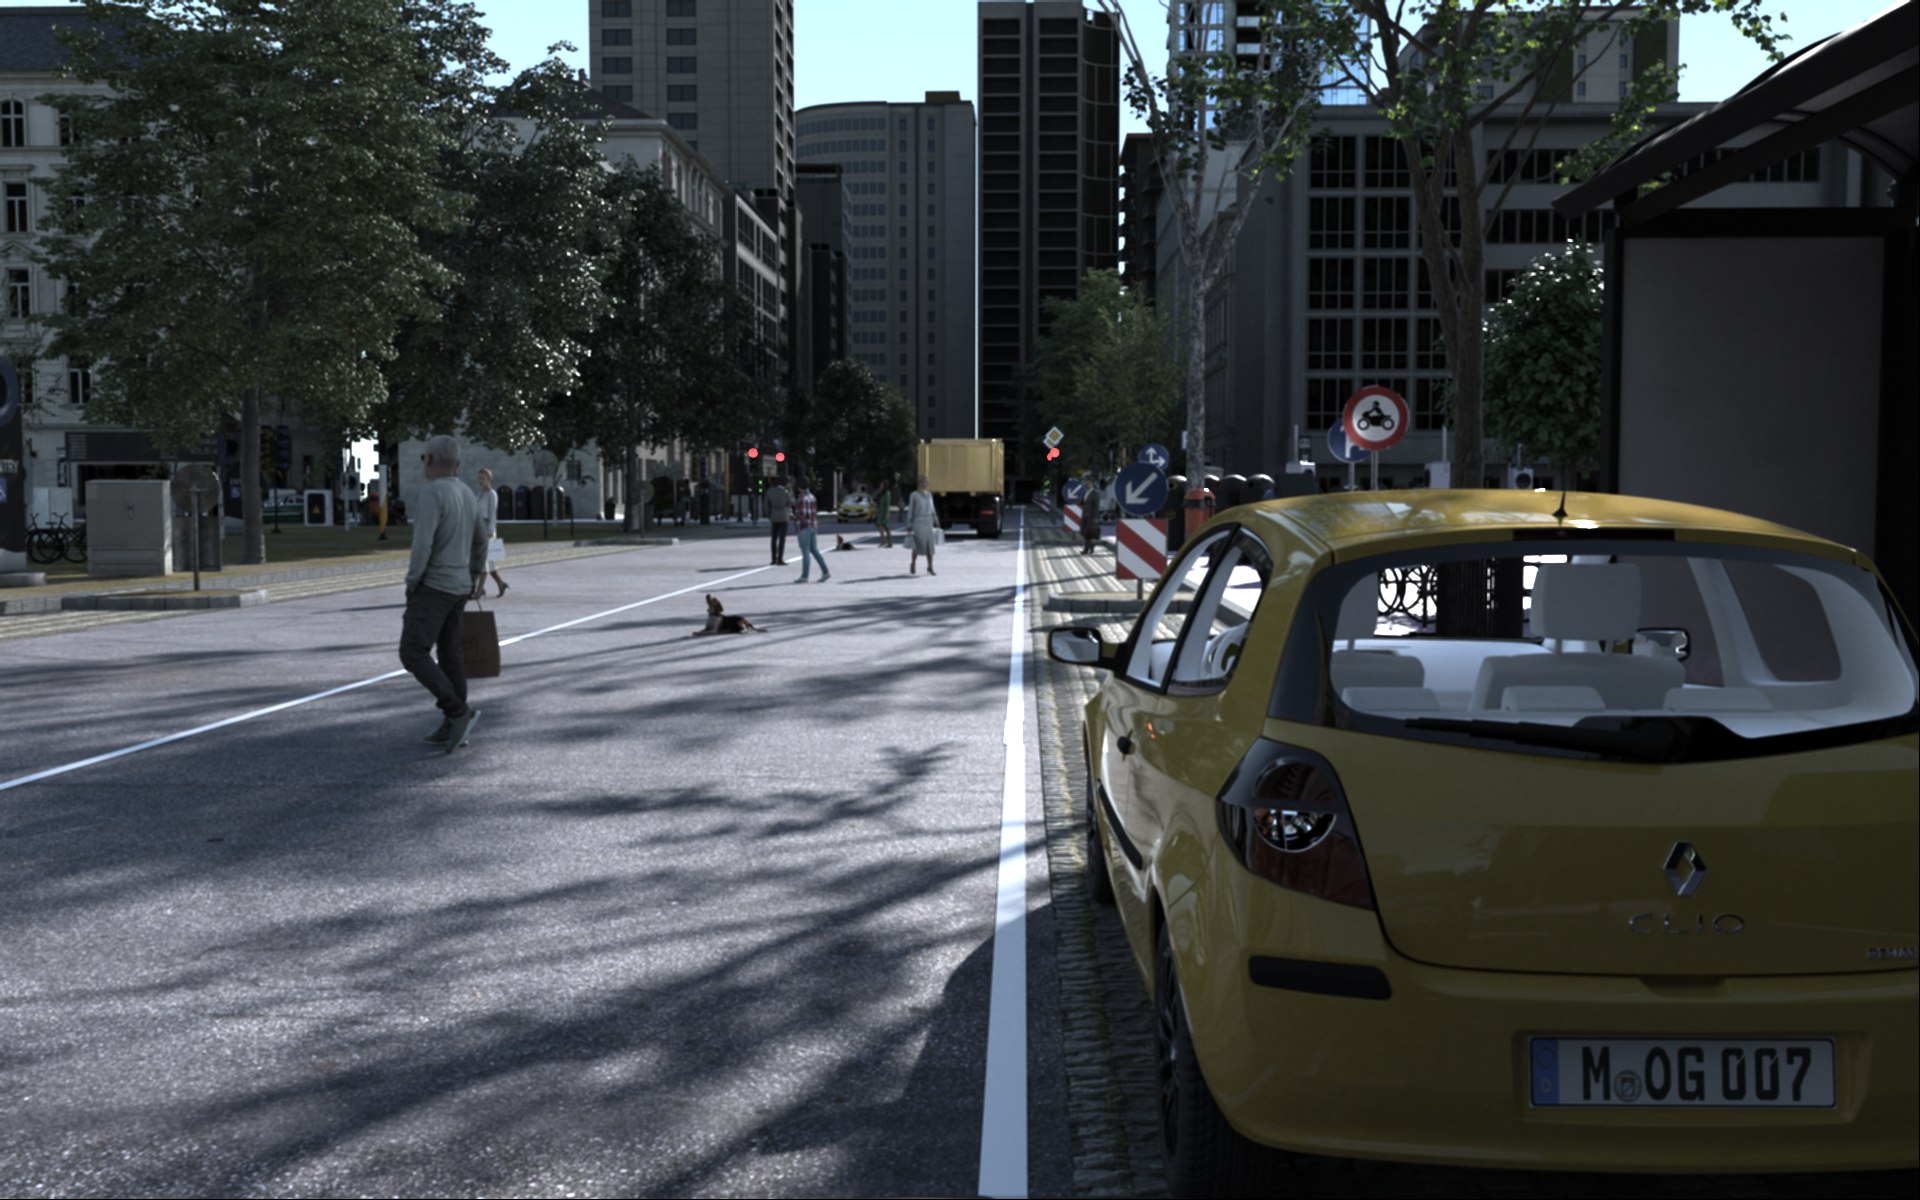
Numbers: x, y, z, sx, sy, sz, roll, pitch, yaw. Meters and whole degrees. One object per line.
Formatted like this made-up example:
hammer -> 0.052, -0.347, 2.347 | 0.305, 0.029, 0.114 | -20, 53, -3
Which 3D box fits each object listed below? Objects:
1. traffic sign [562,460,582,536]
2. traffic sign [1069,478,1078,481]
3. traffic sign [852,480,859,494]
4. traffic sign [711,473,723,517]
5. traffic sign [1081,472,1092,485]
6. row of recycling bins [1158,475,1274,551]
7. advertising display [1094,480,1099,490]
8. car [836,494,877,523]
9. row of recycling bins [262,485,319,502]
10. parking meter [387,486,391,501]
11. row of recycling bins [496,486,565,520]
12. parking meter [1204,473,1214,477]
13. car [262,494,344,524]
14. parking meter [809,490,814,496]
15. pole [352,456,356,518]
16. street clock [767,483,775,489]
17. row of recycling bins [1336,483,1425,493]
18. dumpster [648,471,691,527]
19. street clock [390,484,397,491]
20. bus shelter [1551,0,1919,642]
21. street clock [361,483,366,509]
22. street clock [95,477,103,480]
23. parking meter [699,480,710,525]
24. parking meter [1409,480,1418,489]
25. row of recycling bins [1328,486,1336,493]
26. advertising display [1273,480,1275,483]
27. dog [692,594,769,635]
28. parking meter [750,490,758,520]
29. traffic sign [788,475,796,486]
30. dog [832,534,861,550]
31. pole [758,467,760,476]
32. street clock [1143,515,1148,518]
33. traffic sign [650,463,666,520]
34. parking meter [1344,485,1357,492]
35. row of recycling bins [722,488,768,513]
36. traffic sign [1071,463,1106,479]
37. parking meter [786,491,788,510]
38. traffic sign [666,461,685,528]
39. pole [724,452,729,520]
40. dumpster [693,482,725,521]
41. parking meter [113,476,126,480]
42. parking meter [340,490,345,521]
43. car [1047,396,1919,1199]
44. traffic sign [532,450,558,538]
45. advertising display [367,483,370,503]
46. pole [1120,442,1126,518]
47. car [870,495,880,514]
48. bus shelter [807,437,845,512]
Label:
traffic sign -> -11.717, -3.067, 52.277 | 0.606, 2.300, 0.079 | 0, 4, 6
traffic sign -> 7.002, -6.395, 106.689 | 0.606, 2.300, 0.079 | 0, 4, 2
traffic sign -> -9.386, -9.394, 153.697 | 0.768, 2.556, 0.104 | 0, 4, 4
traffic sign -> -11.937, -5.080, 85.188 | 0.606, 2.300, 0.079 | 0, 4, 6
traffic sign -> 7.237, -6.000, 98.202 | 0.768, 2.556, 0.104 | 0, 4, 8
row of recycling bins -> 5.707, -1.916, 38.439 | 1.069, 1.692, 3.534 | -2, 4, -34
advertising display -> 6.412, -4.692, 81.936 | 0.123, 1.923, 0.974 | -2, 4, -30
car -> -5.121, -4.657, 86.360 | 2.015, 1.641, 3.980 | 0, 4, 3
row of recycling bins -> -32.644, -4.667, 83.421 | 3.534, 1.692, 1.069 | -3, 5, -41
parking meter -> -43.020, -7.635, 130.541 | 0.255, 1.863, 0.399 | -1, 4, -22
row of recycling bins -> -21.043, -4.755, 84.861 | 3.534, 1.692, 1.069 | 1, 4, 11
parking meter -> 6.549, -2.461, 45.956 | 0.399, 1.863, 0.255 | 2, 4, 24
car -> -29.620, -3.944, 76.280 | 4.920, 1.459, 2.131 | 0, 4, 2
parking meter -> -9.304, -6.109, 108.290 | 0.372, 1.533, 0.369 | 0, 3, 0
pole -> -32.171, -5.998, 91.914 | 0.158, 3.312, 0.155 | 0, 3, 0
street clock -> -11.950, -6.409, 109.363 | 0.471, 2.002, 0.358 | -1, 4, -15
row of recycling bins -> 16.292, -3.595, 65.890 | 3.534, 1.692, 1.069 | 3, 4, 37
dumpster -> -11.567, -4.038, 68.515 | 1.502, 2.255, 1.985 | 0, 4, 2
street clock -> -40.043, -7.211, 122.466 | 0.471, 2.002, 0.358 | -2, 4, -25
bus shelter -> 4.094, -0.777, 6.633 | 2.014, 3.302, 5.546 | 0, 4, 2
street clock -> -37.697, -6.406, 109.306 | 0.358, 2.002, 0.471 | 0, 4, 2
street clock -> -36.322, -4.192, 73.107 | 0.358, 2.002, 0.471 | -3, 4, -37
parking meter -> -10.767, -4.115, 72.985 | 0.255, 1.863, 0.399 | 2, 4, 33
parking meter -> 18.535, -3.988, 70.907 | 0.399, 1.863, 0.255 | 1, 4, 22
row of recycling bins -> 18.641, -4.737, 84.561 | 1.069, 1.692, 3.534 | 1, 4, 20
advertising display -> 14.824, -4.656, 81.343 | 0.974, 1.923, 0.123 | 0, 4, 1
dog -> -2.355, 0.145, 17.814 | 0.748, 0.427, 0.550 | 0, 4, 1
parking meter -> -10.027, -4.650, 84.432 | 0.372, 1.533, 0.369 | 0, 3, 0
traffic sign -> -11.419, -7.109, 116.338 | 0.768, 2.556, 0.104 | 0, 4, 8
dog -> -2.898, -1.469, 44.212 | 0.748, 0.427, 0.550 | 0, 4, -1
pole -> -15.225, -8.380, 130.860 | 0.158, 3.312, 0.155 | 0, 3, 0
street clock -> 4.945, -2.563, 46.475 | 0.358, 2.002, 0.471 | 0, 4, 6
traffic sign -> -12.199, -4.281, 70.098 | 0.768, 2.556, 0.104 | 1, 4, 9
parking meter -> 10.757, -2.406, 47.749 | 0.372, 1.533, 0.369 | 0, 3, 0
row of recycling bins -> -14.835, -6.716, 116.926 | 3.534, 1.692, 1.069 | -2, 4, -35
traffic sign -> 8.361, -7.262, 112.602 | 2.265, 3.308, 0.079 | 0, 4, 8
parking meter -> -10.380, -6.010, 103.972 | 0.399, 1.863, 0.255 | 1, 4, 17
traffic sign -> -10.920, -4.052, 66.359 | 0.768, 2.556, 0.104 | 1, 4, 11
pole -> -11.410, -5.561, 84.763 | 0.158, 3.312, 0.155 | 0, 3, 0
dumpster -> -11.960, -4.686, 82.373 | 1.264, 1.857, 1.865 | 0, 4, 2
parking meter -> -27.886, -3.167, 57.499 | 0.399, 1.863, 0.255 | 1, 4, 18
parking meter -> -29.295, -4.524, 82.374 | 0.372, 1.533, 0.369 | 0, 3, 0
car -> 1.273, 0.326, 4.896 | 2.015, 1.641, 3.980 | 0, 4, 1
traffic sign -> -11.985, -3.054, 50.037 | 0.768, 2.556, 0.104 | 0, 4, 8
advertising display -> -33.761, -5.763, 99.435 | 0.123, 1.923, 0.974 | 0, 4, 6
pole -> 6.408, -4.547, 68.194 | 0.158, 3.312, 0.155 | 0, 3, 0
car -> -6.565, -6.774, 123.335 | 1.945, 1.354, 3.894 | 0, 4, 4
bus shelter -> -9.861, -9.050, 125.597 | 2.179, 5.291, 8.768 | 0, 4, 2
